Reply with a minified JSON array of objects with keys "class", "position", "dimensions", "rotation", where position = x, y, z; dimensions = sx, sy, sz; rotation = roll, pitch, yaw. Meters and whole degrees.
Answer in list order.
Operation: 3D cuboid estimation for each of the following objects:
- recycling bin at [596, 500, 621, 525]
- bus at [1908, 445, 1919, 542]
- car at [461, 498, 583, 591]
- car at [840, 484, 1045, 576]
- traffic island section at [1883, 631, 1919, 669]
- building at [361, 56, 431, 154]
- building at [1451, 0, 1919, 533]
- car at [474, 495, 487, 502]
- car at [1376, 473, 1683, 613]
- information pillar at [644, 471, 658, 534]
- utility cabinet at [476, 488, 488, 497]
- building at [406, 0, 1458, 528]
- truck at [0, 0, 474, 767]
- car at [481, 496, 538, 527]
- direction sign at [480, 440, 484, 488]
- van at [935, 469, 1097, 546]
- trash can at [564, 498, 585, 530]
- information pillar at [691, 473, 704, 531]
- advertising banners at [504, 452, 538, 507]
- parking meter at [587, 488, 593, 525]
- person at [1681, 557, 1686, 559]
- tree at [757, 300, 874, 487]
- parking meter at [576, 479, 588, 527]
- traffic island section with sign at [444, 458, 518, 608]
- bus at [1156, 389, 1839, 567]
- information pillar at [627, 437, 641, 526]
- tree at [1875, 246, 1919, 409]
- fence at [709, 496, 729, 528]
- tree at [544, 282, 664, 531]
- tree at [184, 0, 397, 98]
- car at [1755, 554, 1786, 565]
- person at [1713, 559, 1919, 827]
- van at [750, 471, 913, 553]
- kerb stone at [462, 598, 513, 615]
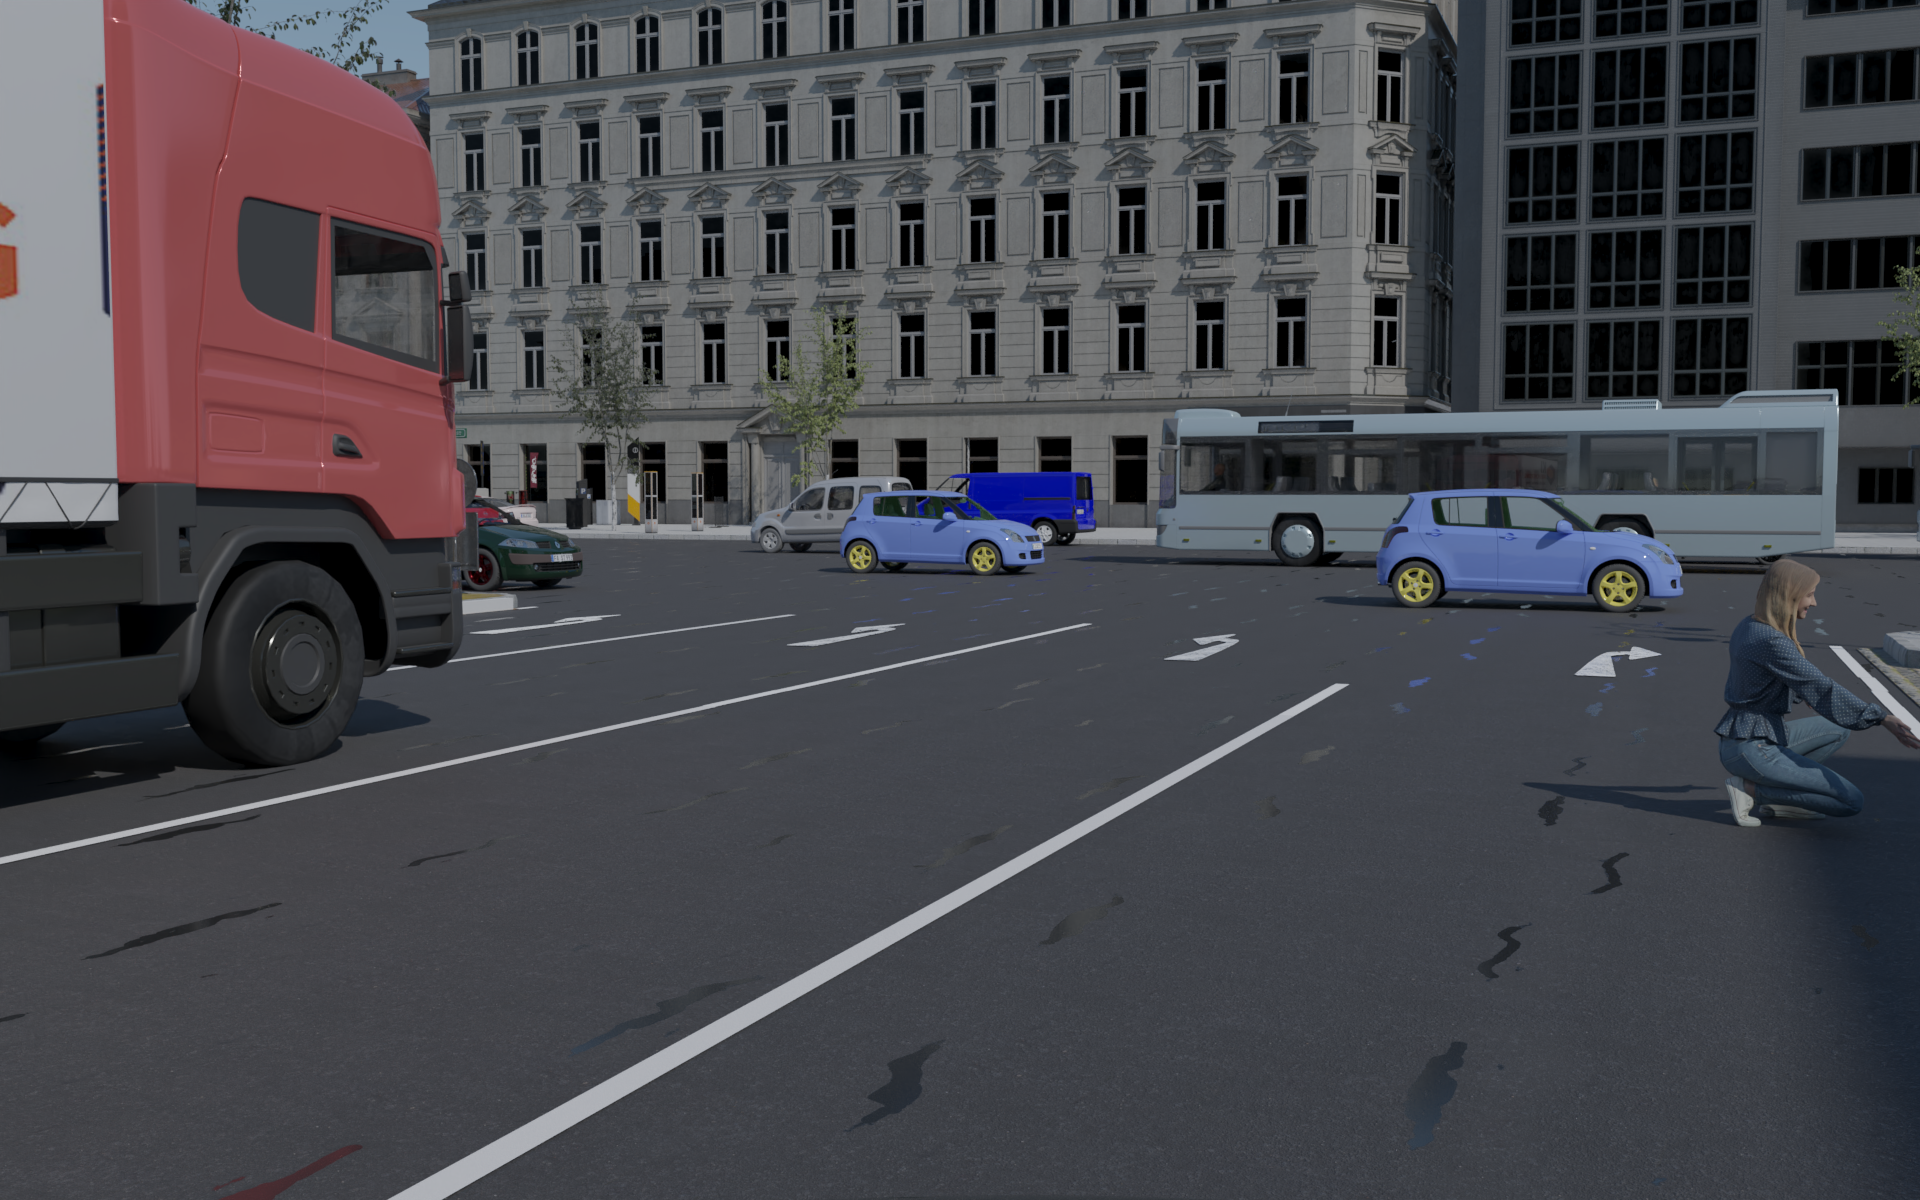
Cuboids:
[{"class":"recycling bin","position":[-14.515,-3.606,71.518],"dimensions":[0.722,1.027,0.722],"rotation":[2,4,32]},{"class":"bus","position":[26.574,-2.514,35.964],"dimensions":[13.247,3.499,2.948],"rotation":[1,4,21]},{"class":"car","position":[-7.847,-1.033,26.669],"dimensions":[4.222,1.686,2.009],"rotation":[1,4,23]},{"class":"car","position":[-0.308,-1.337,31.449],"dimensions":[3.694,1.707,1.945],"rotation":[1,4,21]},{"class":"traffic island section","position":[9.044,0.465,14.683],"dimensions":[2.009,0.180,2.903],"rotation":[1,4,23]},{"class":"building","position":[-31.879,-15.298,86.278],"dimensions":[21.152,22.565,11.583],"rotation":[1,4,23]},{"class":"building","position":[33.431,-14.785,60.795],"dimensions":[30.058,24.678,14.314],"rotation":[1,4,23]},{"class":"car","position":[-12.952,-1.960,41.090],"dimensions":[4.494,1.783,2.155],"rotation":[2,4,24]},{"class":"car","position":[7.197,-0.758,21.986],"dimensions":[3.694,1.707,1.945],"rotation":[1,4,21]},{"class":"information pillar","position":[-10.051,-3.172,56.348],"dimensions":[0.304,2.012,0.304],"rotation":[2,4,29]},{"class":"utility cabinet","position":[-18.415,-3.470,65.407],"dimensions":[1.173,1.500,0.318],"rotation":[-3,4,-37]},{"class":"building","position":[-0.717,-18.323,75.990],"dimensions":[44.131,29.872,17.030],"rotation":[1,4,23]},{"class":"truck","position":[-5.794,-1.063,6.293],"dimensions":[2.839,4.237,11.283],"rotation":[1,4,21]},{"class":"car","position":[-15.026,-2.436,52.191],"dimensions":[4.827,1.381,2.083],"rotation":[1,4,21]},{"class":"direction sign","position":[-20.271,-4.987,73.526],"dimensions":[0.379,3.537,0.876],"rotation":[-1,4,-9]},{"class":"van","position":[1.116,-2.720,48.855],"dimensions":[5.245,2.365,2.240],"rotation":[1,4,21]},{"class":"trash can","position":[-13.977,-3.129,62.808],"dimensions":[0.748,1.137,0.748],"rotation":[0,3,0]},{"class":"information pillar","position":[-9.030,-3.366,59.525],"dimensions":[0.304,2.012,0.304],"rotation":[2,4,34]},{"class":"advertising banners","position":[-18.192,-4.635,71.968],"dimensions":[0.090,3.025,2.074],"rotation":[2,4,27]},{"class":"parking meter","position":[-15.454,-3.886,71.953],"dimensions":[0.372,1.533,0.369],"rotation":[0,3,0]},{"class":"person","position":[15.599,-1.836,38.740],"dimensions":[0.699,1.804,1.509],"rotation":[0,4,-2]},{"class":"tree","position":[-5.244,-7.041,65.479],"dimensions":[4.737,8.622,4.395],"rotation":[0,3,0]},{"class":"parking meter","position":[-14.661,-3.755,67.108],"dimensions":[0.399,1.863,0.255],"rotation":[-3,4,-37]},{"class":"traffic island section with sign","position":[-6.645,-0.817,21.489],"dimensions":[2.006,1.907,1.989],"rotation":[1,4,23]},{"class":"bus","position":[9.683,-2.386,33.867],"dimensions":[13.247,3.499,2.948],"rotation":[2,4,24]},{"class":"information pillar","position":[-13.286,-4.843,70.540],"dimensions":[0.504,3.616,0.183],"rotation":[-1,4,-14]},{"class":"tree","position":[27.691,-5.979,48.119],"dimensions":[4.737,8.622,4.395],"rotation":[0,3,0]},{"class":"fence","position":[-9.296,-3.401,66.813],"dimensions":[0.480,1.192,2.264],"rotation":[0,4,0]},{"class":"tree","position":[-12.052,-6.684,59.652],"dimensions":[4.360,8.622,3.978],"rotation":[0,3,0]},{"class":"tree","position":[-7.947,-3.985,17.968],"dimensions":[4.360,8.622,3.978],"rotation":[0,3,0]},{"class":"car","position":[15.313,-1.579,36.036],"dimensions":[3.980,1.641,2.015],"rotation":[1,4,23]},{"class":"person","position":[3.699,0.392,7.596],"dimensions":[0.738,1.151,1.012],"rotation":[1,4,18]},{"class":"van","position":[-3.112,-2.152,42.204],"dimensions":[4.112,2.044,2.013],"rotation":[2,4,24]},{"class":"kerb stone","position":[-5.768,0.076,20.958],"dimensions":[0.120,0.150,1.000],"rotation":[1,4,23]}]
